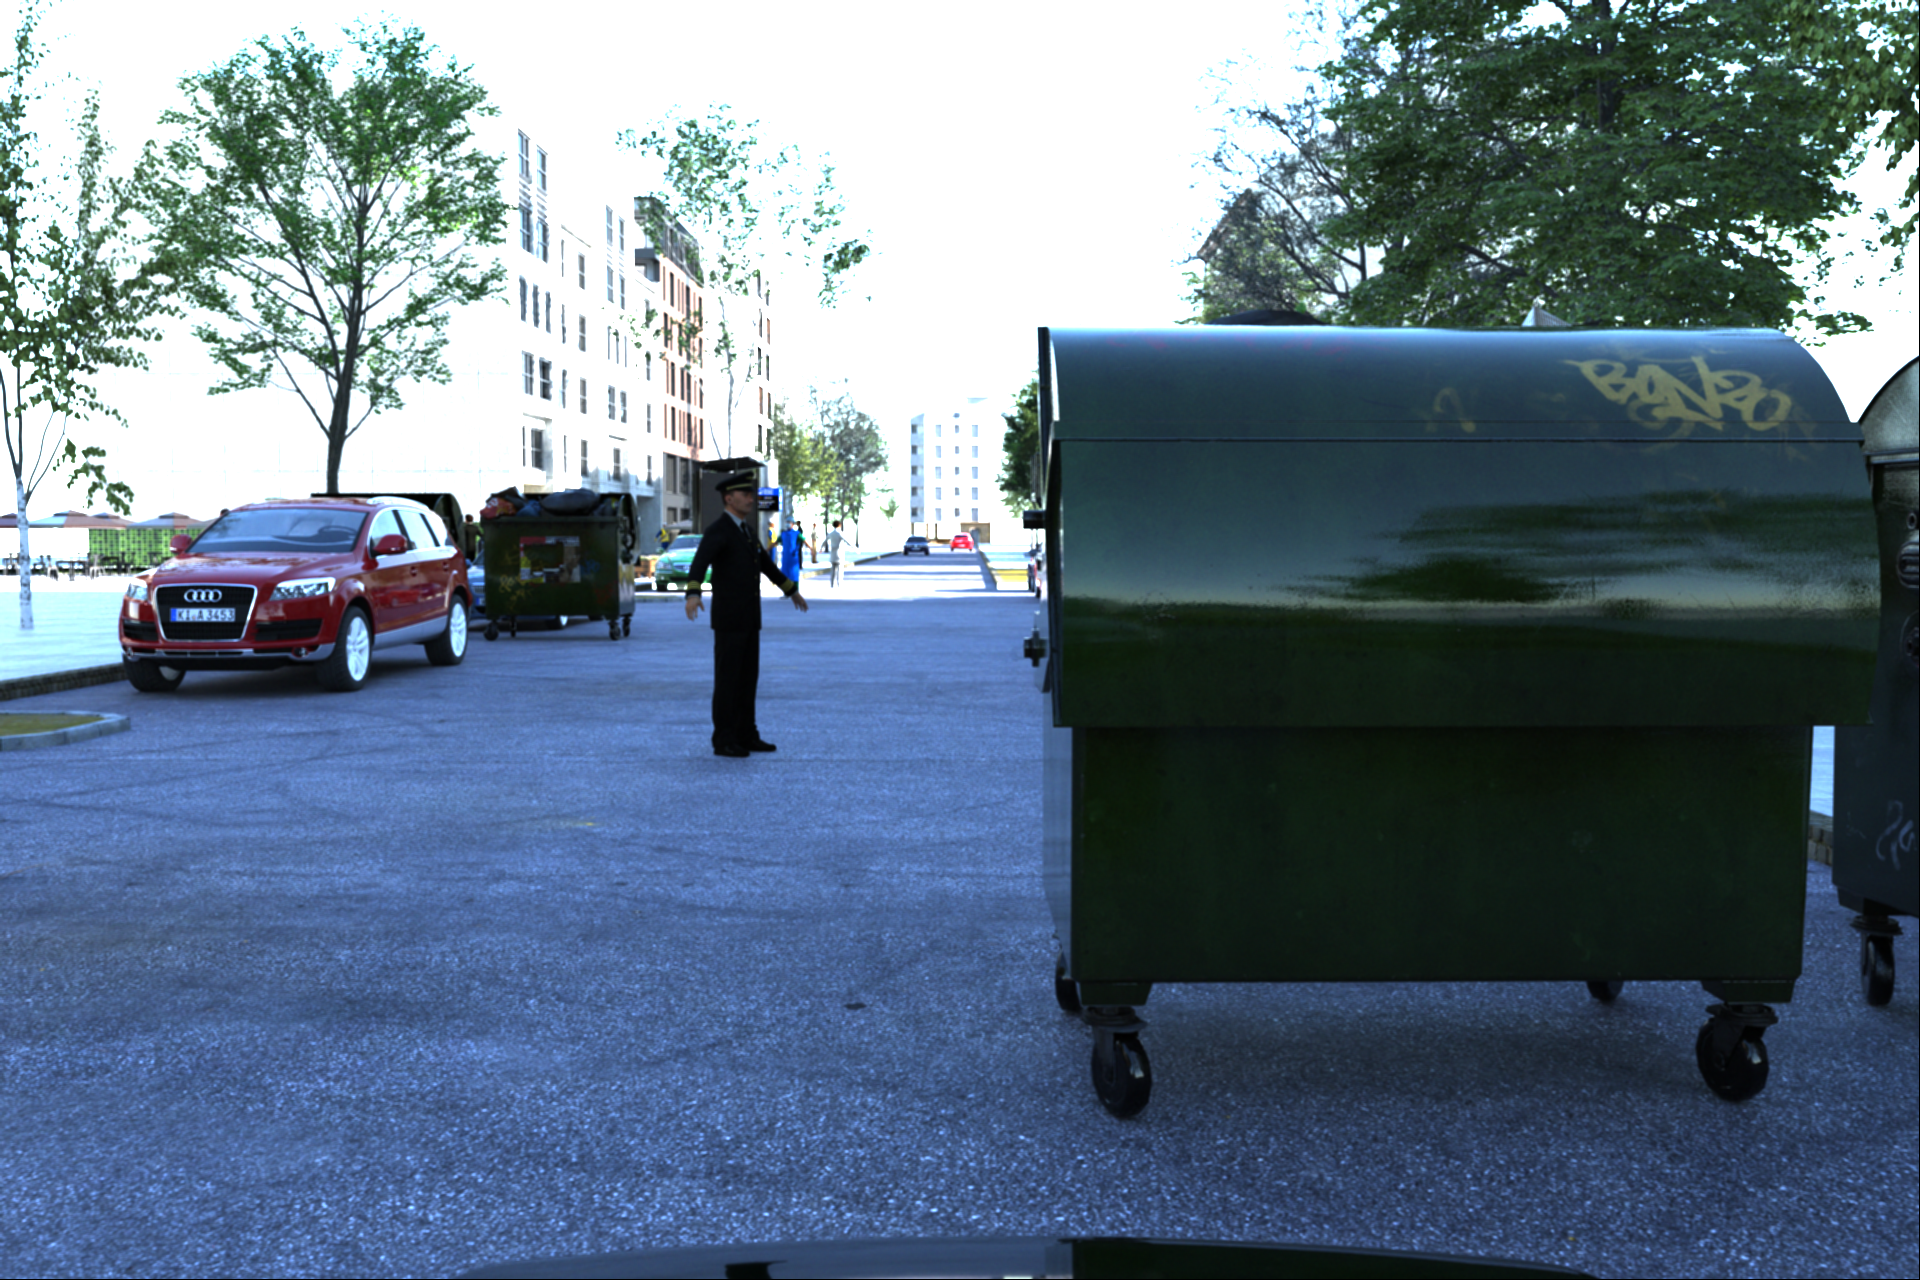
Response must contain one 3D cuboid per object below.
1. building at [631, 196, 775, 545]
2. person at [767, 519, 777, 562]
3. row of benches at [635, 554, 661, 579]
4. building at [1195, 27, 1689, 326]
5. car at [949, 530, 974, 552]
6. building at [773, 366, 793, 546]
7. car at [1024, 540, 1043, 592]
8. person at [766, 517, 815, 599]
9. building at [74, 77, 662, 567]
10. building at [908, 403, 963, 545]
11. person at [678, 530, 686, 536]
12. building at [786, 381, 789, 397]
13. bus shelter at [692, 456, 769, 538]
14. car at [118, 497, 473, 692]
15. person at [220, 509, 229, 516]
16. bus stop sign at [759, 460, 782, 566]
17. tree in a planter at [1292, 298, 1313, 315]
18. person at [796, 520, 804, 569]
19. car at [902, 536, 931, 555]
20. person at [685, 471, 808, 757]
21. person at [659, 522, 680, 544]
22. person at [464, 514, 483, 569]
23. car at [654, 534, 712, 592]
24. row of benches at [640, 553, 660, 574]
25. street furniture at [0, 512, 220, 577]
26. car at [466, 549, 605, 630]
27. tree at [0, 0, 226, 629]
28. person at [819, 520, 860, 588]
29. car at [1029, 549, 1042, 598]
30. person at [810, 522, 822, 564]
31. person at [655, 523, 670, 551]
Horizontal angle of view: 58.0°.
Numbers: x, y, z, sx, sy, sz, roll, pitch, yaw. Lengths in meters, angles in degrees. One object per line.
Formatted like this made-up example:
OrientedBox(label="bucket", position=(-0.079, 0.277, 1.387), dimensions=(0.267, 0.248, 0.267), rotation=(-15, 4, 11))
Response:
OrientedBox(label="building", position=(-28.735, -16.969, 121.423), dimensions=(27.936, 21.610, 32.646), rotation=(0, 4, 1))
OrientedBox(label="person", position=(-5.946, -2.999, 55.500), dimensions=(0.721, 1.772, 1.216), rotation=(0, 4, -1))
OrientedBox(label="row of benches", position=(-9.131, -2.181, 51.118), dimensions=(1.422, 0.672, 4.104), rotation=(0, 4, -1))
OrientedBox(label="building", position=(22.253, -15.477, 83.985), dimensions=(19.493, 23.208, 18.063), rotation=(0, 4, 1))
OrientedBox(label="car", position=(0.122, -8.208, 143.245), dimensions=(2.155, 1.783, 4.494), rotation=(0, 3, 0))
OrientedBox(label="building", position=(-27.465, -19.302, 182.049), dimensions=(16.747, 18.905, 31.486), rotation=(0, 3, 0))
OrientedBox(label="car", position=(2.612, -1.912, 43.842), dimensions=(1.945, 1.354, 3.894), rotation=(0, 3, 0))
OrientedBox(label="person", position=(-3.759, -1.815, 38.256), dimensions=(1.347, 1.817, 0.704), rotation=(2, 4, 25))
OrientedBox(label="building", position=(-25.676, -13.256, 83.190), dimensions=(16.747, 18.905, 31.486), rotation=(0, 4, 1))
OrientedBox(label="building", position=(-6.851, -23.415, 241.709), dimensions=(11.380, 20.090, 16.016), rotation=(1, 4, 10))
OrientedBox(label="person", position=(-10.314, -3.491, 63.805), dimensions=(0.721, 1.740, 1.216), rotation=(0, 4, -1))
OrientedBox(label="building", position=(-26.193, -21.168, 202.518), dimensions=(16.016, 20.090, 11.380), rotation=(0, 4, 1))
OrientedBox(label="bus shelter", position=(-7.246, -3.912, 55.249), dimensions=(1.731, 3.624, 6.357), rotation=(0, 4, 0))
OrientedBox(label="car", position=(-6.484, -0.536, 17.429), dimensions=(2.281, 1.827, 5.304), rotation=(0, 4, 0))
OrientedBox(label="person", position=(-13.972, -1.595, 32.646), dimensions=(0.750, 1.759, 0.617), rotation=(0, 4, 3))
OrientedBox(label="bus stop sign", position=(-6.822, -4.454, 61.846), dimensions=(0.837, 3.901, 0.837), rotation=(0, 4, 2))
OrientedBox(label="tree in a planter", position=(2.644, -0.976, 13.186), dimensions=(1.991, 3.239, 1.994), rotation=(0, 4, 1))
OrientedBox(label="person", position=(-5.867, -3.467, 62.914), dimensions=(0.704, 1.802, 1.346), rotation=(0, 4, 4))
OrientedBox(label="car", position=(-2.977, -6.459, 118.192), dimensions=(1.945, 1.354, 3.894), rotation=(0, 4, 0))
OrientedBox(label="person", position=(-1.430, -0.177, 11.287), dimensions=(0.705, 1.837, 1.347), rotation=(2, 4, 26))
OrientedBox(label="person", position=(-12.578, -4.280, 76.112), dimensions=(1.348, 1.813, 0.705), rotation=(-2, 4, -30))
OrientedBox(label="person", position=(-13.029, -2.431, 45.935), dimensions=(0.705, 1.806, 1.347), rotation=(2, 4, 33))
OrientedBox(label="car", position=(-6.633, -2.001, 44.519), dimensions=(2.131, 1.459, 4.920), rotation=(0, 4, 0))
OrientedBox(label="row of benches", position=(-10.012, -2.440, 55.359), dimensions=(1.422, 0.672, 4.104), rotation=(0, 3, 0))
OrientedBox(label="street furniture", position=(-27.078, -3.168, 56.821), dimensions=(27.439, 1.986, 14.083), rotation=(-1, 4, -9))
OrientedBox(label="car", position=(-6.785, -0.946, 27.475), dimensions=(2.014, 1.417, 4.499), rotation=(0, 4, 1))
OrientedBox(label="tree", position=(-12.450, -4.457, 23.228), dimensions=(4.737, 8.622, 4.395), rotation=(0, 3, 0))
OrientedBox(label="person", position=(-3.264, -2.294, 46.145), dimensions=(1.347, 1.806, 0.705), rotation=(2, 4, 35))
OrientedBox(label="car", position=(2.594, -1.756, 37.753), dimensions=(2.155, 1.783, 4.494), rotation=(0, 4, -1))
OrientedBox(label="person", position=(-6.249, -4.184, 74.682), dimensions=(0.705, 1.796, 1.348), rotation=(1, 4, 13))
OrientedBox(label="person", position=(-14.130, -4.716, 83.082), dimensions=(0.705, 1.833, 1.349), rotation=(3, 5, 43))
